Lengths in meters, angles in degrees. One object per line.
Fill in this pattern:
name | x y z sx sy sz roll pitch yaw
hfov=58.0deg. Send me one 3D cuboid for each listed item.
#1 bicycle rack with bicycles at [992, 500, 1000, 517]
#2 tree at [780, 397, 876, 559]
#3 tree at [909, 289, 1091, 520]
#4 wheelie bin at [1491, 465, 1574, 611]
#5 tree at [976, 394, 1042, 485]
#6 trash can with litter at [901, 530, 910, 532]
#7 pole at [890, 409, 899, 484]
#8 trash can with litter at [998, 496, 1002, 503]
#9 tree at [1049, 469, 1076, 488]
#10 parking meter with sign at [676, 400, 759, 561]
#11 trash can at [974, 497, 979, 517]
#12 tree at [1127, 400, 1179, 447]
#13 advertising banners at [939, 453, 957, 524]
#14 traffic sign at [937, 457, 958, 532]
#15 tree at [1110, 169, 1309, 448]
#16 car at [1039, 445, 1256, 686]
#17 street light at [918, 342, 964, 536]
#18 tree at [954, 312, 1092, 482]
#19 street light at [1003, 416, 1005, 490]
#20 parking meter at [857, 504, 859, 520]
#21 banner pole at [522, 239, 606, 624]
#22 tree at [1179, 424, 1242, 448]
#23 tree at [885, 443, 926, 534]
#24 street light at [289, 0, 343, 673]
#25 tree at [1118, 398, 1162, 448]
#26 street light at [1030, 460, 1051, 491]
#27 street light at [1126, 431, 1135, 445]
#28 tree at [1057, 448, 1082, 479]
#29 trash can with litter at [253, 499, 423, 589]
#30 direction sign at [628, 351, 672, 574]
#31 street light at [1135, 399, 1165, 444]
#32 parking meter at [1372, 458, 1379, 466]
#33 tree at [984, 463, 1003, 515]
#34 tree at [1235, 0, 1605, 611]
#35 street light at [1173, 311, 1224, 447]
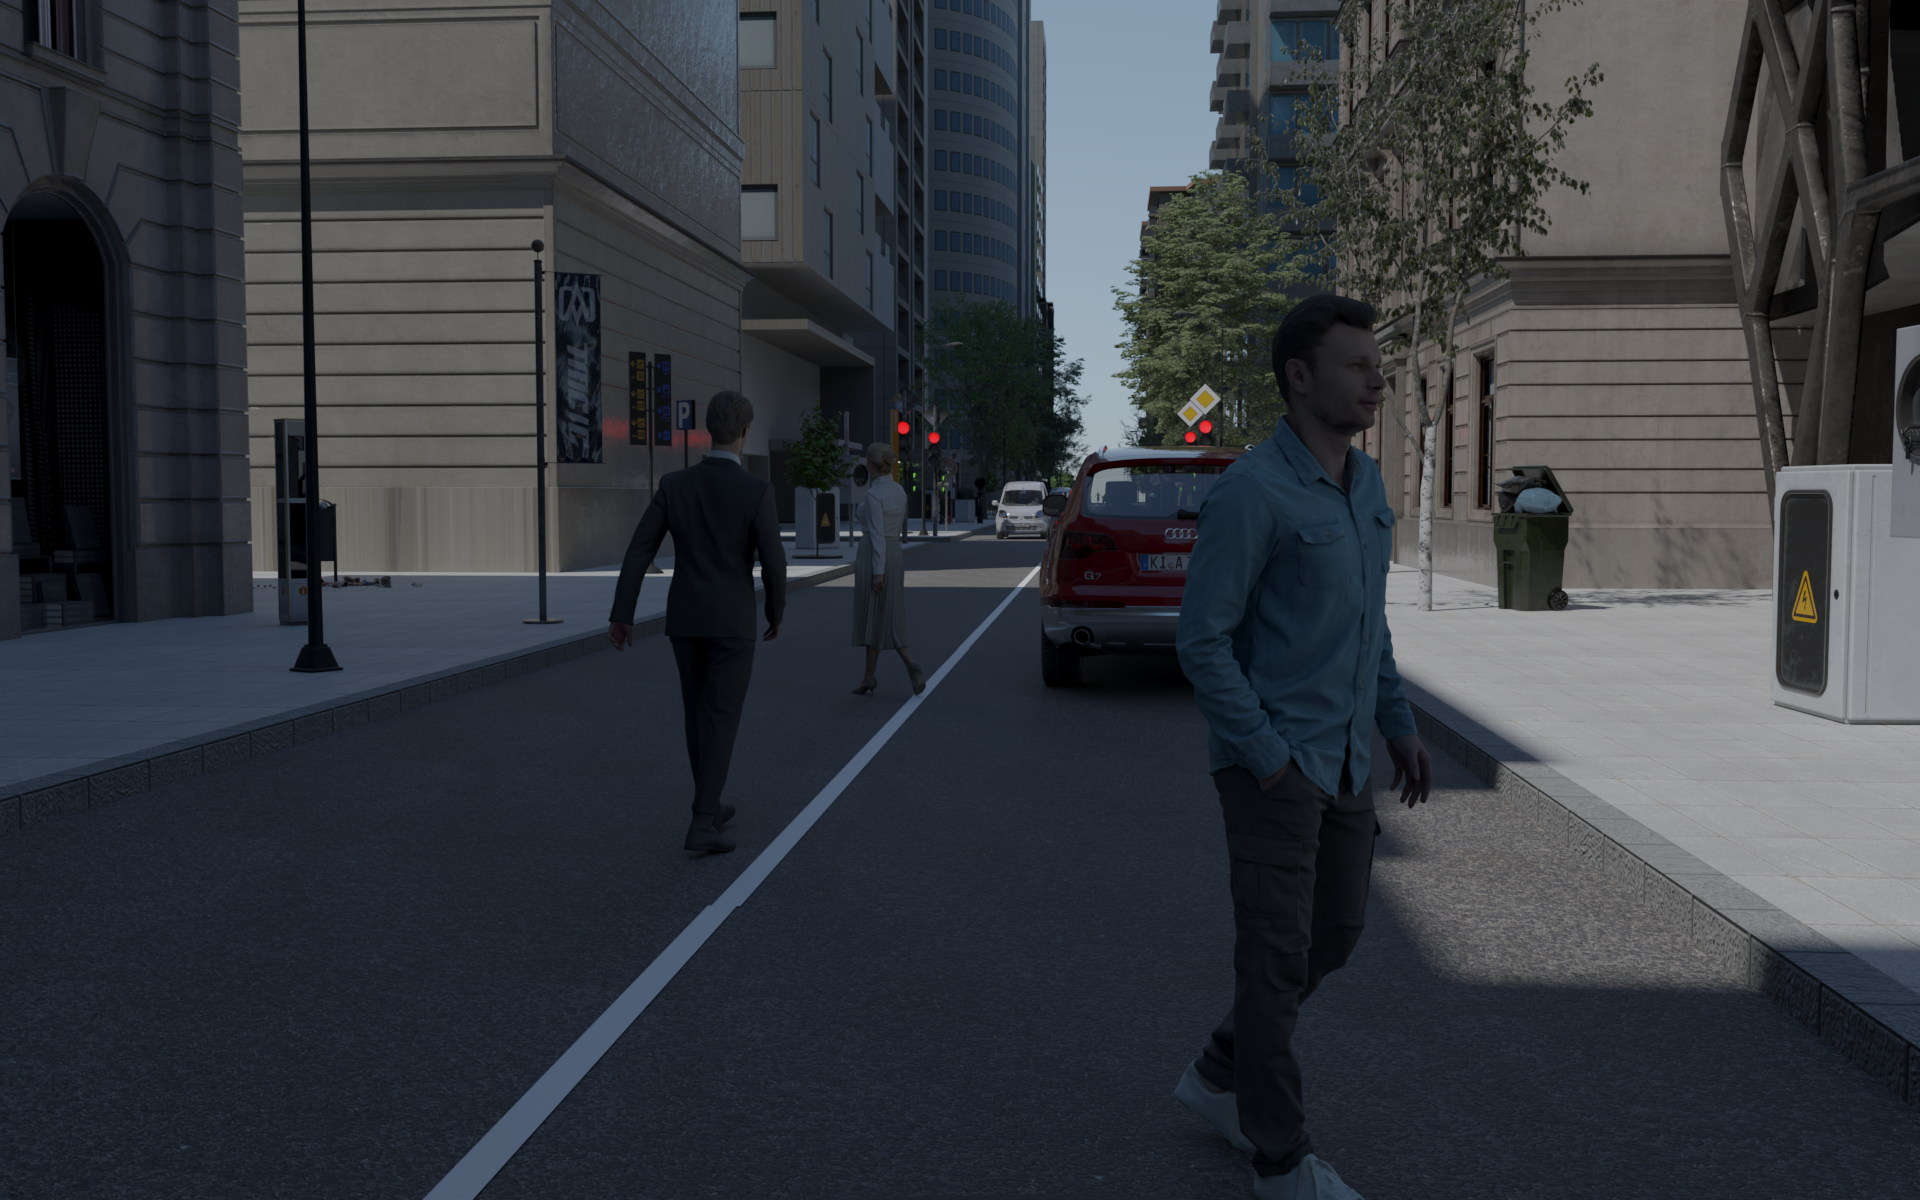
bicycle rack with bicycles | 1.502 -5.237 99.002 2.852 0.926 2.925 1 4 15
tree | -2.732 -2.447 34.613 1.663 3.219 1.824 0 3 0
tree | 1.214 -9.894 87.518 9.928 11.665 9.643 0 3 0
wheelie bin | 6.316 -0.688 19.152 0.693 1.594 0.980 -1 4 -17
tree | 3.257 -9.934 112.785 4.737 8.622 4.395 0 3 0
trash can with litter | -2.519 -2.948 59.258 1.678 1.210 2.233 1 4 21
pole | -1.575 -2.931 41.763 0.158 3.312 0.155 0 3 0
trash can with litter | 3.380 -7.130 127.955 1.055 1.170 0.624 -1 4 -14
tree | 14.938 -15.861 243.039 4.285 4.588 4.351 0 3 0
parking meter with sign | -4.453 -2.231 32.745 1.738 3.016 0.543 -3 5 -40
trash can | 0.728 -5.162 96.046 0.748 1.137 0.748 0 3 0
tree | 13.726 -10.319 119.070 4.360 8.622 3.978 0 3 0
advertising banners | -0.502 -4.754 73.911 0.090 3.025 2.074 1 4 21
traffic sign | -0.466 -3.614 59.203 0.768 2.556 0.104 1 4 10
tree | 8.783 -8.764 61.418 7.486 12.596 7.792 0 3 0
car | 1.781 -0.348 14.363 2.281 1.827 5.304 0 4 6
street light | -0.581 -4.935 53.229 1.470 5.913 1.316 0 4 5
tree | 4.087 -13.108 120.978 9.857 13.997 8.962 0 3 0
street light | 2.989 -7.537 95.778 1.470 5.913 1.316 0 4 5
parking meter | -4.897 -4.698 85.229 0.372 1.533 0.369 0 3 0
banner pole | -3.947 -1.665 17.240 0.863 3.779 0.401 -2 4 -28
tree | 10.085 -5.369 71.492 4.285 4.588 4.351 0 3 0
tree | -2.167 -3.774 56.303 1.663 3.219 1.824 0 3 0
street light | -4.137 -2.435 12.348 1.470 5.913 1.316 0 4 5
tree | 14.189 -11.127 132.290 4.737 8.622 4.395 0 3 0
street light | 5.816 -9.583 129.221 1.470 5.913 1.316 0 4 5
street light | 13.139 -9.448 127.018 1.470 5.913 1.316 0 4 5
tree | 17.303 -21.539 286.574 8.767 10.594 7.601 -1 4 -19
trash can with litter | -8.612 -0.795 24.048 2.233 1.210 1.678 1 4 12
direction sign | -4.975 -2.193 27.860 0.379 3.537 0.876 3 4 39
street light | 9.440 -6.852 84.577 1.470 5.913 1.316 0 4 5
parking meter | 6.568 -1.364 28.017 0.255 1.863 0.399 3 4 39
tree | 1.872 -6.930 107.899 1.663 3.219 1.824 0 3 0
tree | 5.104 -4.197 18.981 4.360 8.622 3.978 0 3 0
street light | 6.122 -4.381 44.169 1.470 5.913 1.316 0 4 5
